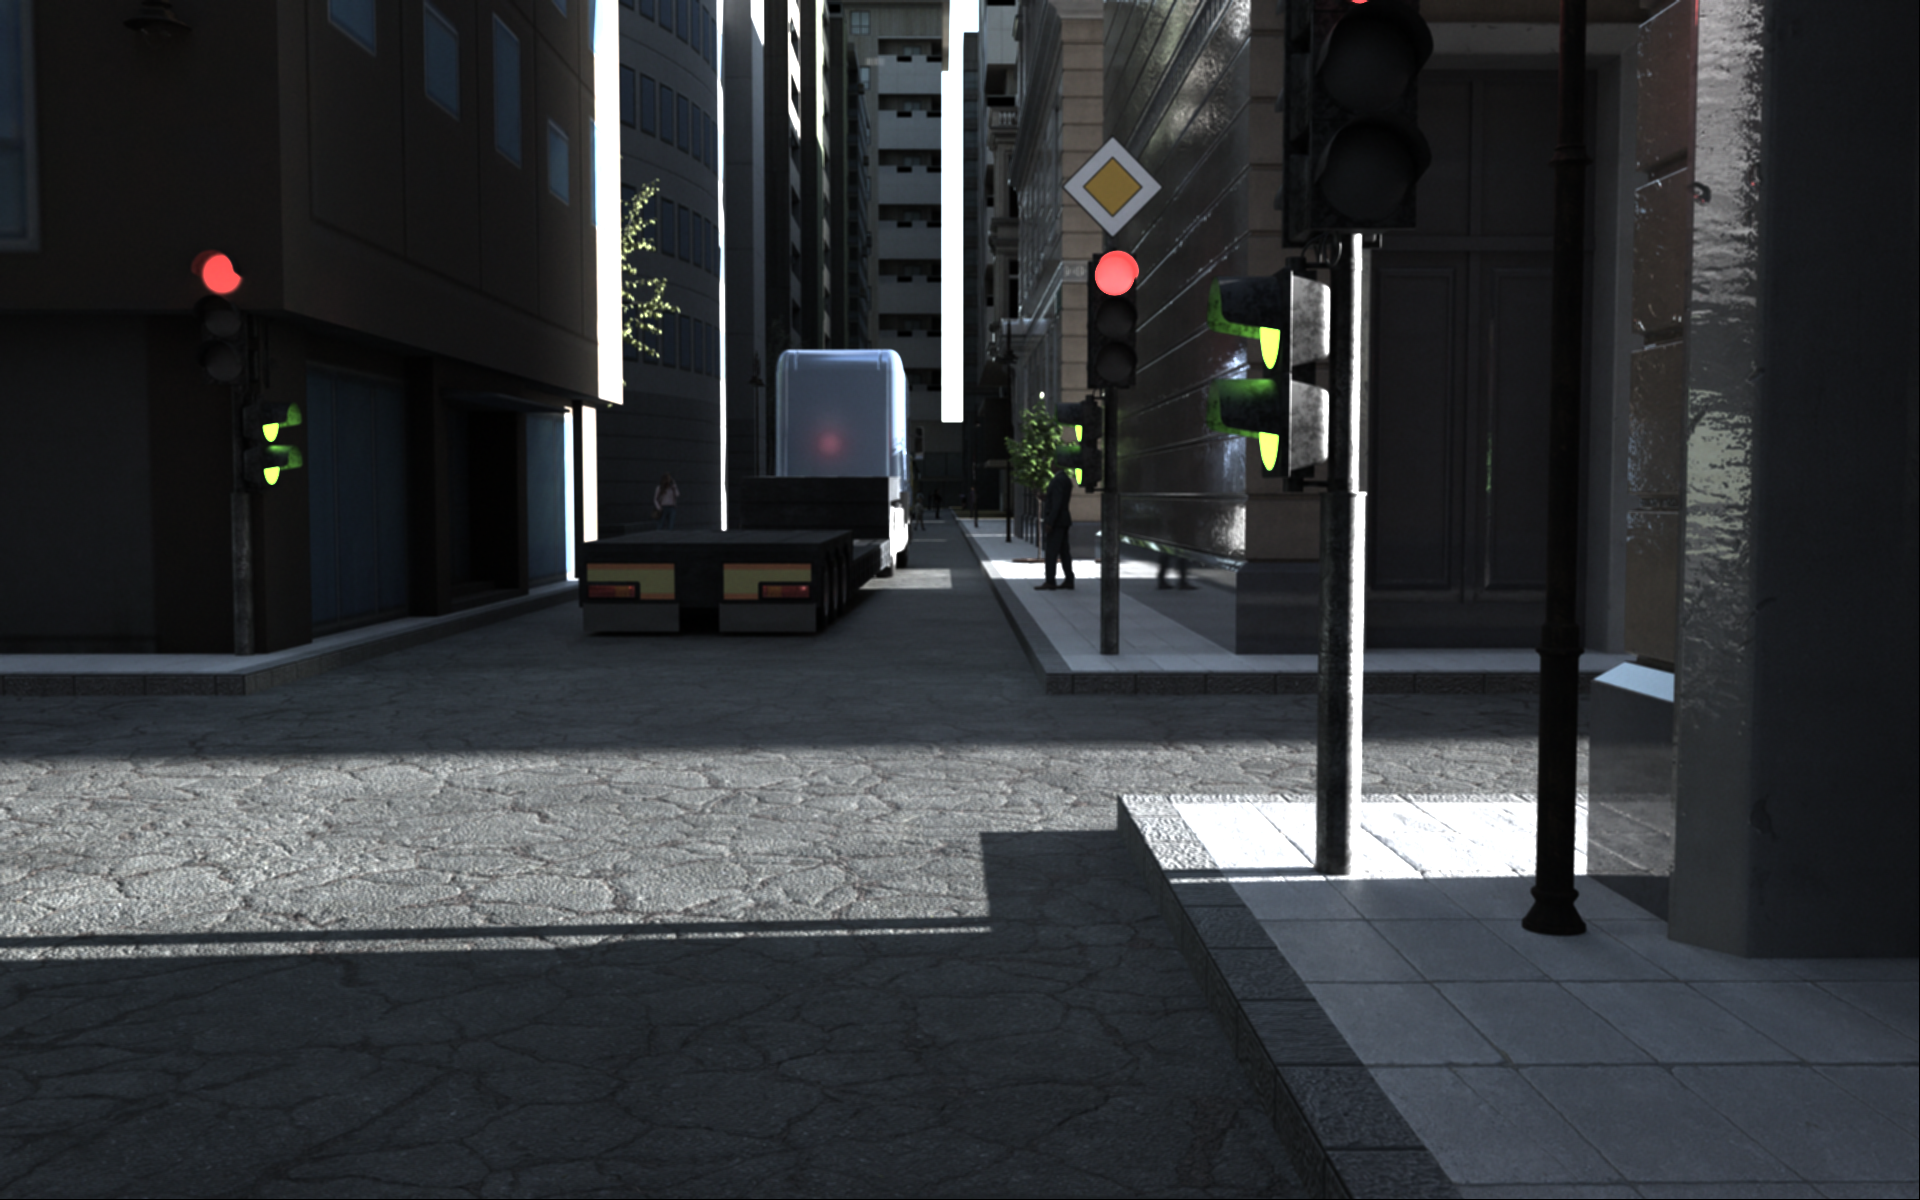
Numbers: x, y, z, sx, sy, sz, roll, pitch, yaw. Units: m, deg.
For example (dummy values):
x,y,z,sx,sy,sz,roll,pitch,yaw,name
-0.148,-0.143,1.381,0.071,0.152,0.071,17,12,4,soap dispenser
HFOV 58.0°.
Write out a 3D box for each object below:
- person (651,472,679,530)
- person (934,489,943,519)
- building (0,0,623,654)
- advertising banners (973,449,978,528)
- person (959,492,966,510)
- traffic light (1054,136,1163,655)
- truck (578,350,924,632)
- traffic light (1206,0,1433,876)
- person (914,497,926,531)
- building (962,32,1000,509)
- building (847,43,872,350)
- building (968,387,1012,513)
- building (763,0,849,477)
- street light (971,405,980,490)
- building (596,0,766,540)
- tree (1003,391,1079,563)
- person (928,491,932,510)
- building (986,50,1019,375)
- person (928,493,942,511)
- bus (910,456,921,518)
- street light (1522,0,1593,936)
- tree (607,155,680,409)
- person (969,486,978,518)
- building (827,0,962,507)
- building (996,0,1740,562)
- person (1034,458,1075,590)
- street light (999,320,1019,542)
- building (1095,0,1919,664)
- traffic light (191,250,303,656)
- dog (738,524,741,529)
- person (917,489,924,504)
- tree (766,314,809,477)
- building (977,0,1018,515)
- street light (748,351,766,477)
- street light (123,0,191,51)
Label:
x,y,z,sx,sy,sz,roll,pitch,yaw,name
-6.407,-1.883,37.419,0.593,1.750,0.643,-2,4,-27,person
-1.215,-5.573,100.445,0.721,1.723,1.217,1,4,17,person
-12.184,-22.570,19.138,14.600,45.320,14.200,0,4,-1,building
0.596,-4.307,66.615,0.090,3.025,2.074,0,4,-3,advertising banners
0.196,-8.065,141.142,0.697,1.427,0.421,3,4,38,person
1.181,-1.520,13.765,0.839,4.253,0.868,0,4,-1,traffic light
-2.394,-2.251,26.561,2.967,4.110,18.799,0,4,1,truck
1.267,-1.031,5.780,0.839,4.253,0.868,0,4,-1,traffic light
-1.611,-3.381,68.049,0.475,1.303,0.640,2,4,33,person
7.210,-28.974,157.313,14.154,41.232,14.086,0,4,-1,building
-19.763,-27.936,148.639,23.993,40.220,32.217,0,4,-1,building
11.998,-50.183,133.170,22.319,86.520,31.000,0,4,-1,building
-13.617,-19.879,96.719,14.160,30.474,14.107,0,4,-1,building
0.817,-7.081,88.561,0.468,5.910,1.993,0,4,-1,street light
-17.721,-31.087,50.264,21.231,58.520,28.212,0,4,-1,building
1.627,-2.322,32.562,1.663,3.219,1.824,0,3,0,tree
-2.723,-8.994,156.474,0.530,1.710,0.541,1,4,21,person
8.355,-15.441,71.538,14.460,24.649,34.723,0,4,-1,building
-2.059,-8.297,144.980,1.217,1.723,0.721,-1,4,-13,person
-3.838,-6.610,99.617,2.896,3.916,12.252,0,3,0,bus
1.754,-1.966,4.937,0.468,5.910,1.993,0,4,-1,street light
-7.398,-4.926,30.904,4.737,8.622,4.395,0,3,0,tree
0.717,-5.195,91.903,0.541,1.710,0.530,-1,4,-10,person
-12.649,-36.485,185.760,27.495,52.752,28.713,0,4,-1,building
8.032,-15.727,43.044,13.634,28.700,20.117,0,4,-1,building
1.246,-1.045,23.303,0.590,1.801,0.661,1,4,18,person
1.294,-4.479,46.024,0.468,5.910,1.993,0,4,-1,street light
11.855,-14.273,19.263,20.117,28.700,13.634,0,4,-1,building
-5.680,-1.514,13.675,0.839,4.253,0.868,0,4,-1,traffic light
-4.551,-1.356,39.014,0.800,0.831,0.513,1,4,10,dog
-3.099,-7.429,130.041,0.705,1.814,1.350,-3,5,-45,person
-8.011,-7.339,70.351,4.360,8.622,3.978,0,3,0,tree
14.757,-31.547,105.036,28.713,52.752,27.495,0,4,-1,building
-6.551,-5.089,55.989,0.468,5.910,1.993,0,4,-1,street light
-6.076,-2.515,13.915,0.468,5.910,1.993,0,4,-1,street light
